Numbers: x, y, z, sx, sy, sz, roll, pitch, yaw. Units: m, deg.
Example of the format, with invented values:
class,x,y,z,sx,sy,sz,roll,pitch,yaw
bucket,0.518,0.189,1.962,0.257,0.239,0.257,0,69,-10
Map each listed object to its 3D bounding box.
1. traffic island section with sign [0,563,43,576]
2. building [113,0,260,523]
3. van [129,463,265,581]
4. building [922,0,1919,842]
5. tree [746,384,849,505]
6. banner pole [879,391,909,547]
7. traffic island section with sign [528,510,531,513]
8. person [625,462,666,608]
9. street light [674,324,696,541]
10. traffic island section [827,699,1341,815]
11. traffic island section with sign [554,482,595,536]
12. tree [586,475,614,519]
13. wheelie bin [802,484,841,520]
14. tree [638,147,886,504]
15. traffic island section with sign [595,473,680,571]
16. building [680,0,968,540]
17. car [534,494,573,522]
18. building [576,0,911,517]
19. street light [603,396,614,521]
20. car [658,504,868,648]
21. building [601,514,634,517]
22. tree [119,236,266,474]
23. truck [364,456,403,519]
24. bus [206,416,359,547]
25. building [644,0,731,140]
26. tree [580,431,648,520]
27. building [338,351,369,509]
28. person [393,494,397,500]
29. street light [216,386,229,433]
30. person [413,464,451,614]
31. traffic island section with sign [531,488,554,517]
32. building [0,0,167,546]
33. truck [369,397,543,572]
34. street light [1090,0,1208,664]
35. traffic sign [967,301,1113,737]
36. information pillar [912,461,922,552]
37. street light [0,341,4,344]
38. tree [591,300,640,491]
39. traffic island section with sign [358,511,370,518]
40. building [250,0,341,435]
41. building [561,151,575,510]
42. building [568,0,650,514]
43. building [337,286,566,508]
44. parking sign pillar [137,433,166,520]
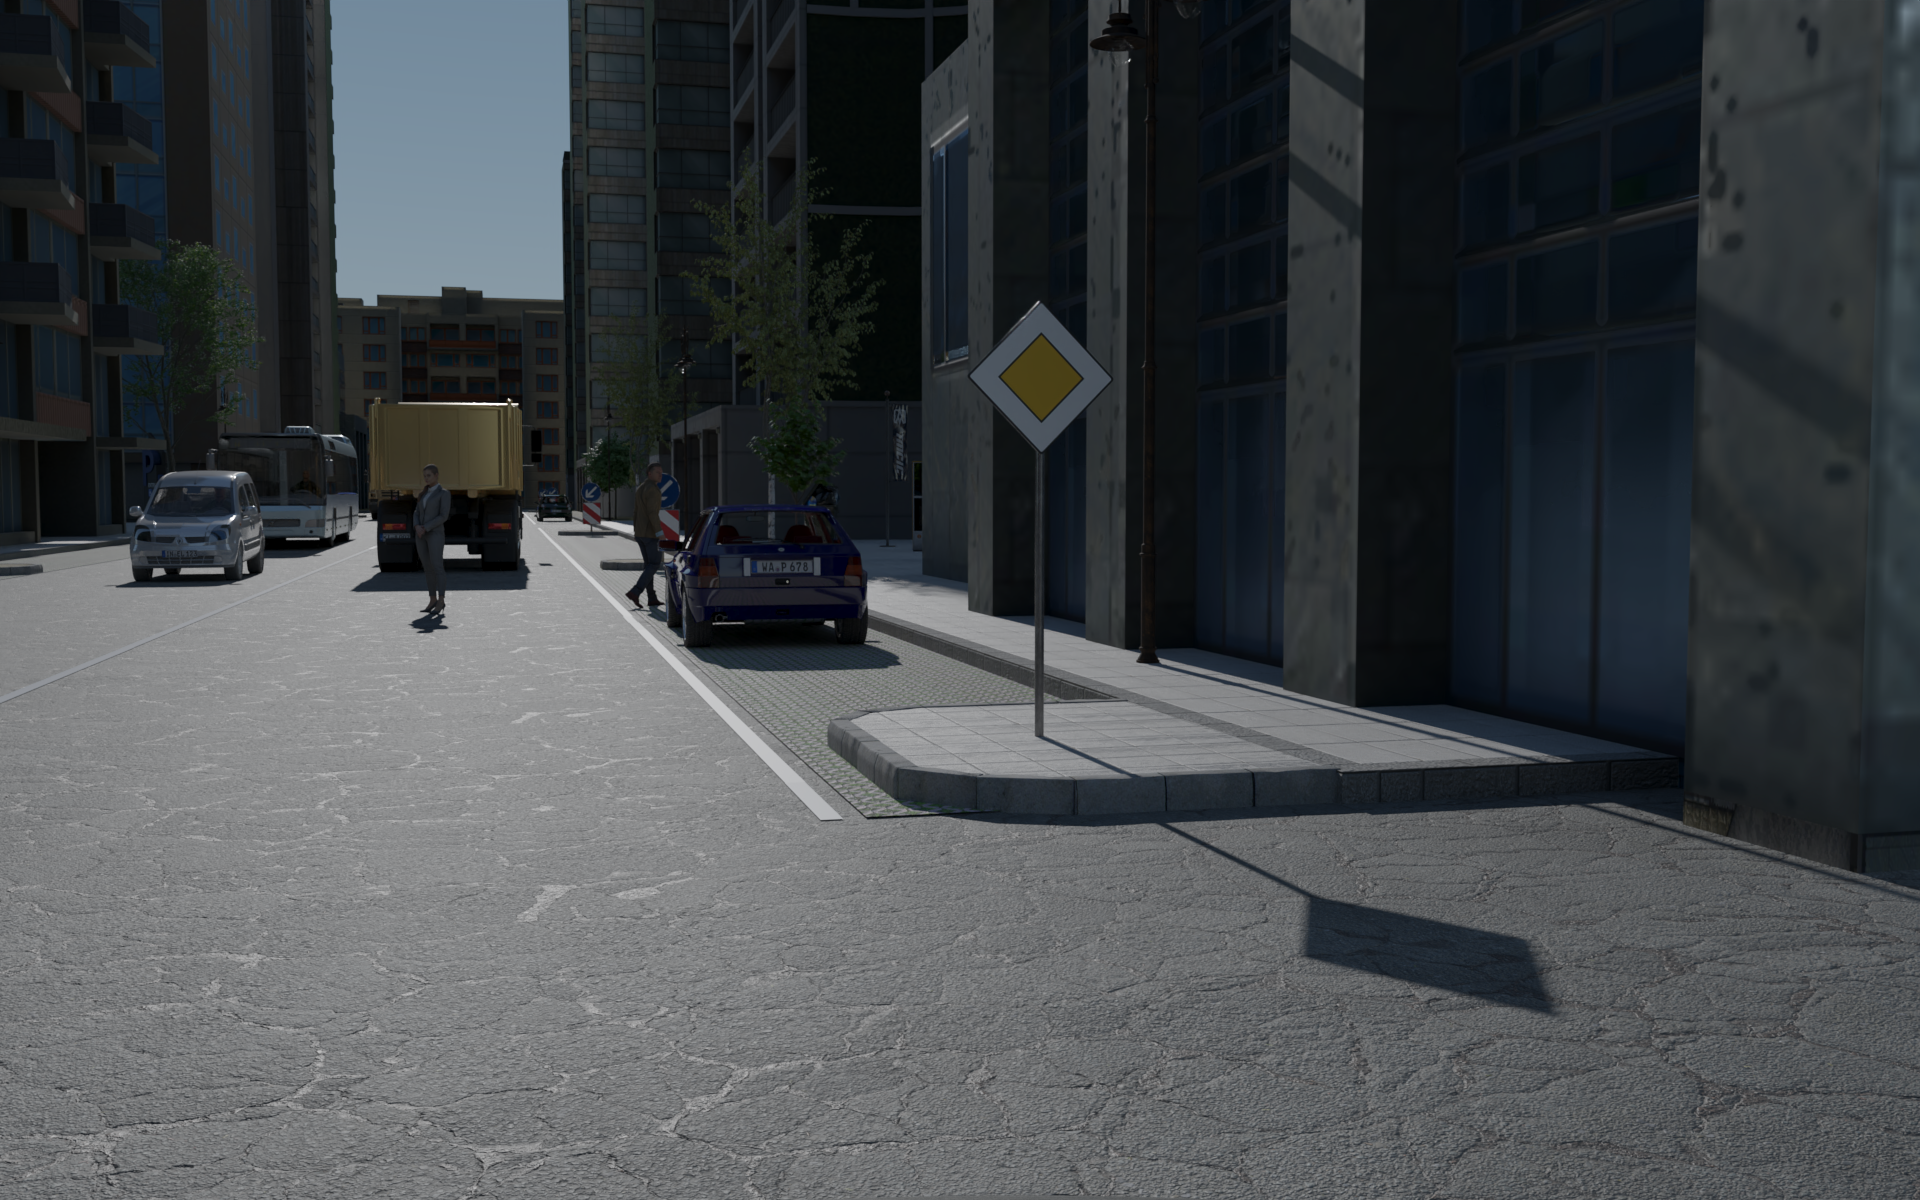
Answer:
class,x,y,z,sx,sy,sz,roll,pitch,yaw
traffic island section with sign,-17.509,-1.352,30.735,1.989,1.847,2.006,-1,4,-15
building,-42.090,-26.441,82.422,14.600,45.320,14.200,-1,4,-15
van,-13.103,-1.398,29.872,2.013,2.044,4.112,-1,4,-15
building,15.548,-43.176,18.594,31.000,86.520,22.319,-1,4,-15
tree,-2.761,-2.205,30.651,1.663,3.219,1.824,0,3,0
banner pole,-1.585,-3.189,42.156,0.863,3.779,0.401,-3,5,-40
traffic island section with sign,-32.431,-7.679,134.180,1.989,1.847,2.006,-1,4,-15
person,-3.917,-0.820,21.820,0.656,1.842,0.836,2,4,26
street light,-7.500,-4.559,47.331,0.468,5.910,1.993,-1,4,-15
traffic island section,0.437,0.801,9.192,2.009,0.180,2.903,-1,4,-15
traffic island section with sign,-12.894,-3.136,59.901,1.989,1.847,2.006,-1,4,-15
tree,-18.535,-5.859,90.404,1.663,3.219,1.824,0,3,0
wheelie bin,-2.644,-1.543,33.140,0.693,1.594,0.980,0,4,1
tree,-3.880,-5.341,37.685,4.737,8.622,4.395,0,3,0
traffic island section with sign,-5.877,-1.503,33.203,1.989,1.847,2.006,-1,4,-15
building,2.174,-37.566,52.452,20.563,71.187,20.611,-1,4,-15
car,-21.322,-4.965,90.958,2.009,1.686,4.222,-1,4,-16
building,-15.933,-41.635,118.990,20.563,71.187,20.611,-1,4,-15
street light,-16.529,-6.653,81.559,0.468,5.910,1.993,-1,4,-15
car,-2.043,-0.305,17.560,1.945,1.354,3.894,-1,4,-13
building,-15.152,-25.603,102.206,14.154,41.232,14.086,-1,4,-15
tree,-30.503,-8.610,66.525,9.928,11.665,9.643,0,3,0
truck,-32.879,-6.872,101.270,2.839,4.237,11.283,-1,4,-13
bus,-18.836,-3.312,49.018,2.948,3.499,13.247,-1,4,-15
building,-7.082,-18.700,77.439,14.160,30.474,14.107,-1,4,-15
tree,-17.331,-6.338,87.333,4.285,4.588,4.351,0,3,0
building,-64.370,-50.331,135.591,31.000,86.520,22.319,-1,4,-15
person,-26.391,-4.261,81.407,0.421,1.427,0.697,3,4,38
street light,-31.465,-6.205,74.236,0.468,5.910,1.993,-1,4,-15
person,-6.413,-0.740,20.870,0.520,1.790,0.573,1,4,12
traffic island section with sign,-25.522,-6.073,107.922,1.989,1.847,2.006,-1,4,-15
building,-34.256,-23.840,44.406,22.147,44.769,28.867,-1,4,-15
truck,-10.362,-2.432,35.688,3.469,3.379,9.791,-1,4,-14
street light,1.432,-2.460,13.015,0.468,5.910,1.993,-1,4,-15
traffic sign,0.416,-0.334,9.109,0.795,2.450,0.064,-1,4,-15
information pillar,-0.892,-2.092,38.703,0.304,2.012,0.304,0,4,7
street light,-22.439,-4.106,39.918,0.468,5.910,1.993,-1,4,-15
tree,-12.247,-7.117,66.726,4.737,8.622,4.395,0,3,0
traffic island section with sign,-36.929,-5.871,104.617,1.989,1.847,2.006,-1,4,-15
building,-51.108,-26.663,119.538,14.154,41.232,14.086,-1,4,-15
building,-27.246,-23.150,150.195,14.160,30.474,14.107,-1,4,-15
building,-23.476,-27.689,136.308,14.154,41.232,14.086,-1,4,-15
building,-49.796,-20.147,174.446,28.899,21.520,27.650,-1,4,-15
parking sign pillar,-35.096,-5.321,75.469,1.447,3.967,1.447,3,5,41
